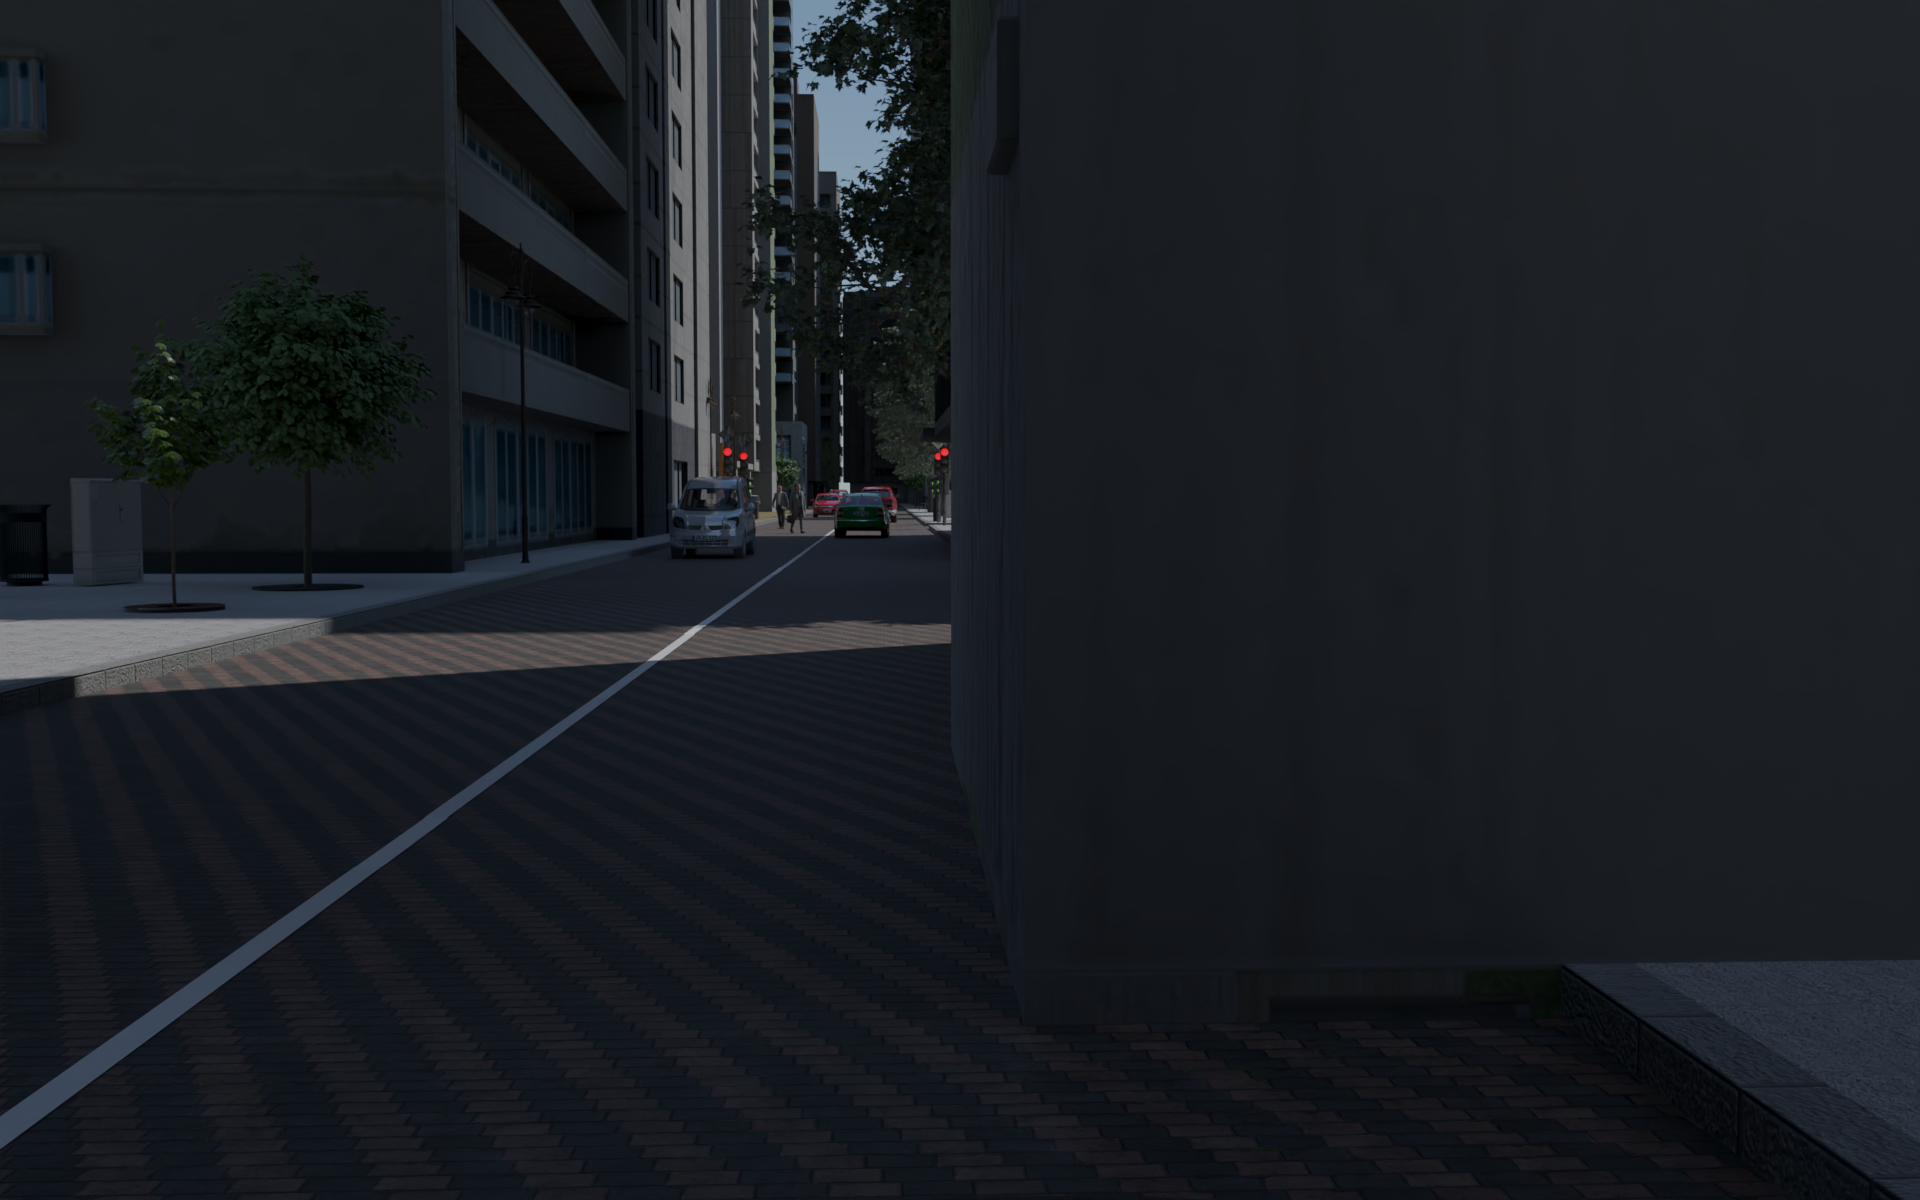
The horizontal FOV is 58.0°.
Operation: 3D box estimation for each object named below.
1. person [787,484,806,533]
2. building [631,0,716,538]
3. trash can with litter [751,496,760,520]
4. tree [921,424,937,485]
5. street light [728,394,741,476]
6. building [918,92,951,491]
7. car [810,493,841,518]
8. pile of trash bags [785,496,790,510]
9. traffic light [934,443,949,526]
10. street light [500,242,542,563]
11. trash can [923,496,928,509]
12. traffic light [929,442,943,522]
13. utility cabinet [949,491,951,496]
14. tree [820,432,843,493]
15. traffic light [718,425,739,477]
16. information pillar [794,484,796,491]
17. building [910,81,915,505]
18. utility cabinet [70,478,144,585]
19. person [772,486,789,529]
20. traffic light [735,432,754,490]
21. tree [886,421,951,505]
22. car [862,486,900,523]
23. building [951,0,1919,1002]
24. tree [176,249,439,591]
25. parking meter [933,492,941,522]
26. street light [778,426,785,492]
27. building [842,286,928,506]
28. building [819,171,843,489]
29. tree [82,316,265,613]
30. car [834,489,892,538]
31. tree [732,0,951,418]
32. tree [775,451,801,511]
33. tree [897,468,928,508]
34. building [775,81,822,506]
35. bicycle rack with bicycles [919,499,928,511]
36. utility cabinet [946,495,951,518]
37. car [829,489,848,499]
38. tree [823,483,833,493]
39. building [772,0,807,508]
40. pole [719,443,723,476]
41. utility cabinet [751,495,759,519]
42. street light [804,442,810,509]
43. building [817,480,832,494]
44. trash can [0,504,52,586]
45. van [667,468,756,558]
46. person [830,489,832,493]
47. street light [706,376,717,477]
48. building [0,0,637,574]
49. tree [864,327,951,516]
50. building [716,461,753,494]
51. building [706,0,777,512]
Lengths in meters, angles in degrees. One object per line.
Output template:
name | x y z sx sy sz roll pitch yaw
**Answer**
person | -5.926 -3.336 63.150 0.694 1.812 0.767 -2 4 -31
building | -19.868 -37.927 58.364 20.611 71.187 20.563 0 4 -2
trash can with litter | -10.326 -4.600 86.595 0.624 1.170 1.055 0 4 -1
tree | -1.902 -11.041 130.887 4.737 8.622 4.395 0 3 0
street light | -10.193 -6.452 78.282 0.468 5.910 1.993 0 4 -2
building | 10.354 -35.666 172.377 28.713 52.752 27.495 0 4 -2
car | -8.094 -5.948 106.294 2.155 1.783 4.494 0 4 -3
pile of trash bags | -14.288 -7.918 139.209 1.912 1.369 3.447 2 4 26
traffic light | -0.652 -4.988 70.476 0.839 4.253 0.868 0 4 -2
street light | -8.083 -3.624 32.037 0.468 5.910 1.993 0 4 -2
trash can | -2.828 -8.227 146.170 0.748 1.137 0.748 0 3 0
traffic light | -1.001 -5.476 78.453 0.839 4.253 0.868 0 4 -2
utility cabinet | -0.288 -6.561 115.958 1.173 1.500 0.318 2 4 23
tree | -15.684 -15.392 202.021 4.737 8.622 4.395 0 3 0
traffic light | -9.355 -4.964 70.082 0.839 4.253 0.868 0 4 -2
information pillar | -11.559 -7.207 122.326 0.304 2.012 0.304 1 4 8
building | 4.362 -41.167 215.080 21.231 58.520 28.212 0 4 -2
utility cabinet | -12.049 -0.968 24.509 0.318 1.500 1.173 0 4 7
person | -7.337 -3.780 70.709 0.661 1.777 0.834 0 4 -3
traffic light | -9.703 -5.452 78.059 0.839 4.253 0.868 0 4 -2
tree | -3.410 -14.173 149.853 7.486 12.596 7.792 0 3 0
car | -4.217 -4.863 88.187 2.281 1.827 5.304 0 4 -2
building | 6.886 -19.997 10.539 14.154 41.232 14.086 0 4 -2
tree | -8.790 -2.424 23.346 4.285 4.588 4.351 0 3 0
parking meter | -1.078 -4.436 80.935 0.372 1.533 0.369 0 3 0
street light | -11.807 -8.695 114.950 0.468 5.910 1.993 0 4 -2
building | -9.540 -28.885 243.976 14.107 30.474 14.160 0 4 -2
building | -27.720 -38.088 246.437 21.600 48.544 21.300 0 4 -2
tree | -8.817 -1.496 19.060 1.663 3.219 1.824 0 3 0
car | -3.269 -3.029 58.328 1.959 1.807 4.718 0 4 -1
tree | 1.949 -6.623 25.292 9.611 12.733 9.660 0 3 0
tree | -13.798 -9.070 132.001 4.285 4.588 4.351 0 3 0
tree | -4.082 -10.617 157.308 4.285 4.588 4.351 0 3 0
building | -22.579 -33.035 190.240 14.600 45.320 14.200 0 4 -2
bicycle rack with bicycles | -1.785 -6.995 127.749 2.852 0.926 2.925 -2 4 -28
utility cabinet | -0.570 -5.026 93.343 0.306 1.237 1.020 0 4 3
car | -9.806 -8.011 139.660 2.281 1.827 5.304 0 4 -4
tree | -17.727 -14.435 230.605 1.663 3.219 1.824 0 3 0
building | -25.825 -52.207 166.262 22.319 86.520 31.000 0 4 -2
pole | -9.466 -4.574 68.630 0.158 3.312 0.155 0 3 0
utility cabinet | -10.830 -4.744 88.720 1.020 1.237 0.306 -2 4 -29
street light | -13.344 -10.929 151.483 0.468 5.910 1.993 0 4 -2
building | -30.877 -34.377 216.694 28.867 44.769 22.147 0 4 -2
trash can | -13.112 -0.770 24.242 0.748 1.137 0.748 0 3 0
van | -5.674 -2.016 39.979 2.013 2.044 4.112 0 4 -2
person | -9.236 -7.082 124.690 0.834 1.777 0.661 -1 4 -23
street light | -9.808 -5.837 68.227 0.468 5.910 1.993 0 4 -2
building | -19.313 -25.250 36.541 21.300 48.544 21.600 0 4 -2
tree | -1.984 -13.166 121.922 9.857 13.997 8.962 0 3 0
building | -27.927 -24.587 93.882 32.217 40.220 23.993 0 4 -2
building | -20.428 -26.764 121.192 14.154 41.232 14.086 0 4 -2
